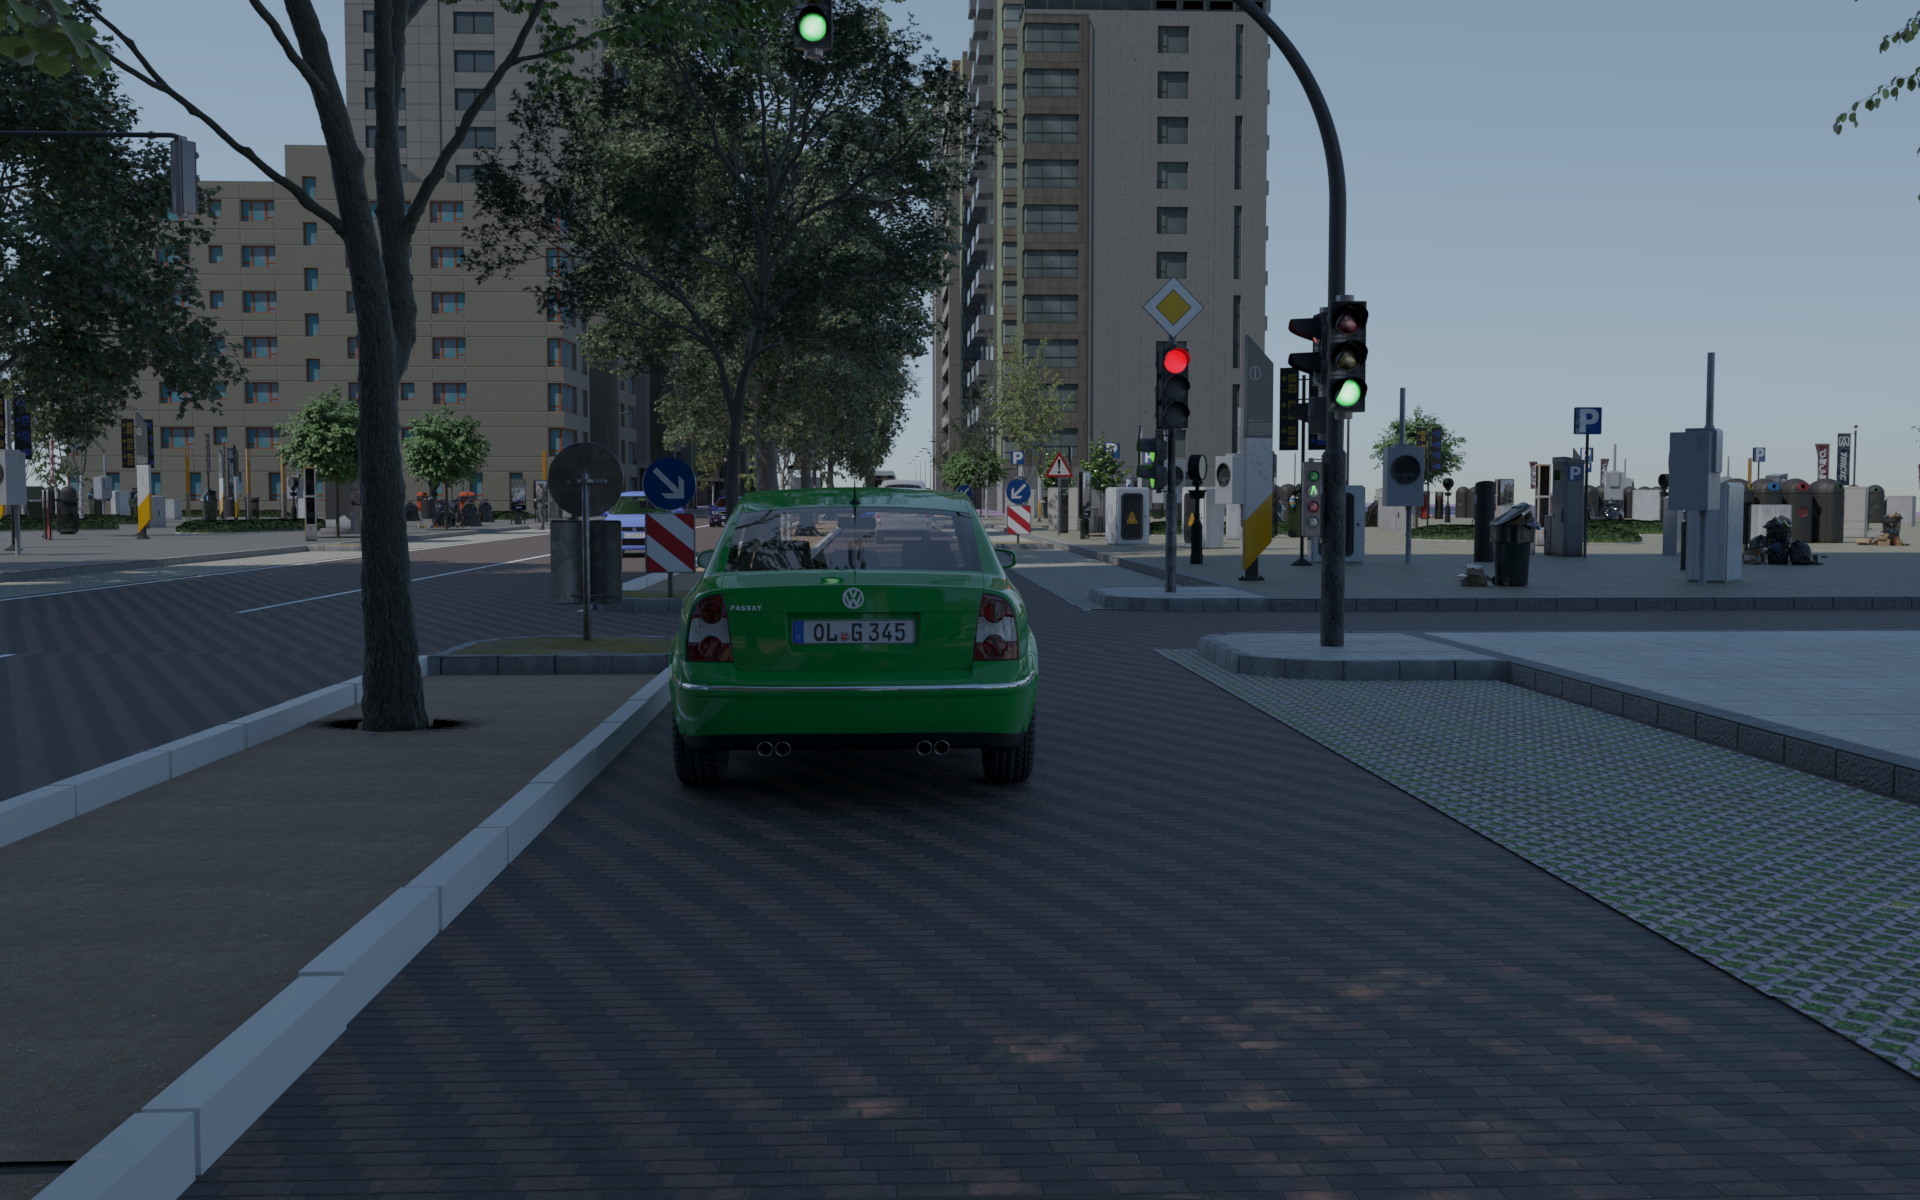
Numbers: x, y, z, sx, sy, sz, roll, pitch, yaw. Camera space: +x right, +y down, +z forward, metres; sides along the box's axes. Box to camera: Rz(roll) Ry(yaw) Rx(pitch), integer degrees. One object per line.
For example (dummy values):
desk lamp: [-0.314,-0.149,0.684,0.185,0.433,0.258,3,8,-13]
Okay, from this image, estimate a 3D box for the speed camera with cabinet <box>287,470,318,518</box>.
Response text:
speed camera with cabinet: [-33.980,-5.817,89.449,0.660,3.252,2.038,1,4,9]

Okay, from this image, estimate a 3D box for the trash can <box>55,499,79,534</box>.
trash can: [-28.458,-2.664,55.214,0.748,1.137,0.748,0,3,0]

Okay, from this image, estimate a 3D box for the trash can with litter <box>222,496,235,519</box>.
trash can with litter: [-31.132,-3.791,73.040,2.233,1.210,1.678,0,4,8]

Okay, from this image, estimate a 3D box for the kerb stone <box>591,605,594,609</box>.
kerb stone: [-4.652,0.011,22.011,0.120,0.150,1.000,0,4,-3]

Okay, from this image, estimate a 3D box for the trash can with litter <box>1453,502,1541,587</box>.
trash can with litter: [7.467,-0.777,24.088,1.055,1.170,0.624,0,4,-5]

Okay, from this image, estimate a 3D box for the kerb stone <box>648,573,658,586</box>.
kerb stone: [-4.886,-0.301,27.121,0.120,0.150,1.000,0,4,-3]

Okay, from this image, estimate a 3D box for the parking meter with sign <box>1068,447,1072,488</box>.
parking meter with sign: [4.858,-4.106,63.390,1.738,3.016,0.543,1,4,9]

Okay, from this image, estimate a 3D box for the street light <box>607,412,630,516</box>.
street light: [-19.324,-7.673,97.988,1.470,5.913,1.316,0,4,-3]

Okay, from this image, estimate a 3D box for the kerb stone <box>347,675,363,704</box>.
kerb stone: [-4.174,0.609,12.247,0.120,0.150,1.000,0,4,-3]

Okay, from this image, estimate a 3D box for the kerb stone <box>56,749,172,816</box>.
kerb stone: [-3.982,0.860,8.140,0.120,0.150,1.000,0,4,-3]

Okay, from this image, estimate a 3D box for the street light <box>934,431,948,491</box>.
street light: [-0.949,-9.498,127.831,1.470,5.913,1.316,0,4,-3]

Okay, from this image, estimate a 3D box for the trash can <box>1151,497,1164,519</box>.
trash can: [10.252,-4.777,89.756,0.748,1.137,0.748,0,3,0]

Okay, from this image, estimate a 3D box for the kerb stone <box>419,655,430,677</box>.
kerb stone: [-4.230,0.546,13.270,0.120,0.150,1.000,0,4,-3]

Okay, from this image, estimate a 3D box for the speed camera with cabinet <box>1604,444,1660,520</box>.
speed camera with cabinet: [26.603,-4.537,68.523,2.038,3.252,0.660,1,4,16]

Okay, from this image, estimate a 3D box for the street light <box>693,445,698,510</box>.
street light: [-21.438,-10.465,143.644,1.470,5.913,1.316,0,4,-3]

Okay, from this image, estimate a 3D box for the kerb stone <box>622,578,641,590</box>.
kerb stone: [-4.790,-0.176,25.080,0.120,0.150,1.000,0,4,-3]

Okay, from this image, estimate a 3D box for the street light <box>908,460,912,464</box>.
street light: [-5.865,-15.977,233.765,1.470,5.913,1.316,0,4,-3]

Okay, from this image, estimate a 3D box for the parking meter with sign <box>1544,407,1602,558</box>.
parking meter with sign: [12.512,-2.405,35.578,0.543,3.016,1.738,0,4,-4]

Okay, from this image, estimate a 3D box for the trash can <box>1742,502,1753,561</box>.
trash can: [14.791,-1.318,33.211,0.748,1.137,0.748,0,3,0]

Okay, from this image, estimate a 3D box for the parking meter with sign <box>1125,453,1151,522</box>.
parking meter with sign: [6.720,-4.326,66.993,1.738,3.016,0.543,-3,4,-38]

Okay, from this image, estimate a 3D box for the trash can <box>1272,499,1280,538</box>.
trash can: [8.986,-2.386,50.667,0.748,1.137,0.748,0,3,0]

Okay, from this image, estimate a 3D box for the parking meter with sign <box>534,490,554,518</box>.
parking meter with sign: [-21.950,-5.902,92.751,1.738,3.016,0.543,1,4,12]

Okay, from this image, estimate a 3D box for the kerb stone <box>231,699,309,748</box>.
kerb stone: [-4.073,0.734,10.195,0.120,0.150,1.000,0,4,-3]

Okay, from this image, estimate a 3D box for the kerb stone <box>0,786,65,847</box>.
kerb stone: [-3.930,0.922,7.119,0.120,0.150,1.000,0,4,-3]

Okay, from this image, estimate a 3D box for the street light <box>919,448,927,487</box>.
street light: [-3.149,-12.329,174.120,1.470,5.913,1.316,0,4,-3]

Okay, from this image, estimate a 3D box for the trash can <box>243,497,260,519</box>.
trash can: [-32.739,-4.186,80.094,0.748,1.137,0.748,0,3,0]

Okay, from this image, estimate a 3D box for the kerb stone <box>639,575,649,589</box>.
kerb stone: [-4.845,-0.239,26.100,0.120,0.150,1.000,0,4,-3]

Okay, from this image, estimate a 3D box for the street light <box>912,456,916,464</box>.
street light: [-4.783,-14.595,211.172,1.470,5.913,1.316,0,4,-3]

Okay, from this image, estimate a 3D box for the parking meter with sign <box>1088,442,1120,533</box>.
parking meter with sign: [4.705,-3.754,57.632,0.543,3.016,1.738,2,4,29]

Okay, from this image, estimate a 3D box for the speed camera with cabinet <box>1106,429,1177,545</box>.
speed camera with cabinet: [4.721,-3.036,43.968,2.038,3.252,0.660,-2,4,-25]

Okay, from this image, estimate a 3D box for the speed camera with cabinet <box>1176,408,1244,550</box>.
speed camera with cabinet: [5.950,-2.811,40.294,0.660,3.252,2.038,-2,4,-26]

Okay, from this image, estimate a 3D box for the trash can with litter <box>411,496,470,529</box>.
trash can with litter: [-19.605,-3.314,65.244,2.233,1.210,1.678,-1,4,-23]

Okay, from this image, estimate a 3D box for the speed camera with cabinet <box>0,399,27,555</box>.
speed camera with cabinet: [-20.595,-2.565,36.271,2.038,3.252,0.660,1,4,16]

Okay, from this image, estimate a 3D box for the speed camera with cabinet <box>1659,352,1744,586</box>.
speed camera with cabinet: [10.744,-1.870,24.916,0.660,3.252,2.038,3,4,37]

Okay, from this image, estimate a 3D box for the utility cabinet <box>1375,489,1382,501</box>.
utility cabinet: [18.140,-3.939,73.085,1.173,1.500,0.318,3,5,39]

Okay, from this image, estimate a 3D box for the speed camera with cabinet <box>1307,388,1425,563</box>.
speed camera with cabinet: [7.528,-2.312,32.140,2.038,3.252,0.660,0,4,4]

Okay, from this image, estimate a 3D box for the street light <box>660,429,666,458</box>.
street light: [-20.374,-9.083,121.050,1.470,5.913,1.316,0,4,-3]

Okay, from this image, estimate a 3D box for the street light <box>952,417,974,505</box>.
street light: [0.272,-8.105,105.053,1.470,5.913,1.316,0,4,-3]

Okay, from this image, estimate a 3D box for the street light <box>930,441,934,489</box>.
street light: [-1.932,-10.911,150.943,1.470,5.913,1.316,0,4,-3]

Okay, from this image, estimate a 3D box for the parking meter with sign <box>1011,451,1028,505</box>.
parking meter with sign: [2.426,-4.479,69.487,0.543,3.016,1.738,0,4,-6]

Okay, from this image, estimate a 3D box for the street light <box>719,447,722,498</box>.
street light: [-22.592,-11.885,166.853,1.470,5.913,1.316,0,4,-3]

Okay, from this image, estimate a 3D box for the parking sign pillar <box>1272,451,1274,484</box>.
parking sign pillar: [13.583,-5.479,78.046,1.447,3.967,1.447,-2,4,-29]

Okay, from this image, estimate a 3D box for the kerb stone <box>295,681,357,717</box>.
kerb stone: [-4.136,0.674,11.219,0.120,0.150,1.000,0,4,-3]

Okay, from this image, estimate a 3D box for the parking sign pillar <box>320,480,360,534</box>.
parking sign pillar: [-19.869,-4.116,55.771,1.447,3.967,1.447,2,4,32]

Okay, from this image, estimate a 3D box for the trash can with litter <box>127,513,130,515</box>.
trash can with litter: [-41.209,-4.600,86.591,0.624,1.170,1.055,3,5,44]

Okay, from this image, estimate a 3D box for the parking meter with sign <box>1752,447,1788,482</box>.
parking meter with sign: [30.065,-4.132,63.812,0.543,3.016,1.738,-1,4,-22]

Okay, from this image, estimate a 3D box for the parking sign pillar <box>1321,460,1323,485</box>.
parking sign pillar: [20.387,-6.546,95.496,1.447,3.967,1.447,-2,4,-24]

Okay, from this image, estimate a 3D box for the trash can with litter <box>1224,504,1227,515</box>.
trash can with litter: [9.113,-2.735,56.108,1.055,1.170,0.624,0,4,1]

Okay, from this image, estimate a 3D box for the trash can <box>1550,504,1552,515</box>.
trash can: [23.724,-3.487,68.660,0.748,1.137,0.748,0,3,0]

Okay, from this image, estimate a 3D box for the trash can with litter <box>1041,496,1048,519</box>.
trash can with litter: [4.600,-4.830,90.364,0.624,1.170,1.055,1,4,18]

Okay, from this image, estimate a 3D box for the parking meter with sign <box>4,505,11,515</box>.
parking meter with sign: [-51.585,-5.963,93.748,0.543,3.016,1.738,0,4,-1]

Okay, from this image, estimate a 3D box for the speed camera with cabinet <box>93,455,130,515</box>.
speed camera with cabinet: [-43.570,-5.798,89.137,0.660,3.252,2.038,1,4,20]

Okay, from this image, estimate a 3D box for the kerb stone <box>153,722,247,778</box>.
kerb stone: [-4.027,0.797,9.161,0.120,0.150,1.000,0,4,-3]
